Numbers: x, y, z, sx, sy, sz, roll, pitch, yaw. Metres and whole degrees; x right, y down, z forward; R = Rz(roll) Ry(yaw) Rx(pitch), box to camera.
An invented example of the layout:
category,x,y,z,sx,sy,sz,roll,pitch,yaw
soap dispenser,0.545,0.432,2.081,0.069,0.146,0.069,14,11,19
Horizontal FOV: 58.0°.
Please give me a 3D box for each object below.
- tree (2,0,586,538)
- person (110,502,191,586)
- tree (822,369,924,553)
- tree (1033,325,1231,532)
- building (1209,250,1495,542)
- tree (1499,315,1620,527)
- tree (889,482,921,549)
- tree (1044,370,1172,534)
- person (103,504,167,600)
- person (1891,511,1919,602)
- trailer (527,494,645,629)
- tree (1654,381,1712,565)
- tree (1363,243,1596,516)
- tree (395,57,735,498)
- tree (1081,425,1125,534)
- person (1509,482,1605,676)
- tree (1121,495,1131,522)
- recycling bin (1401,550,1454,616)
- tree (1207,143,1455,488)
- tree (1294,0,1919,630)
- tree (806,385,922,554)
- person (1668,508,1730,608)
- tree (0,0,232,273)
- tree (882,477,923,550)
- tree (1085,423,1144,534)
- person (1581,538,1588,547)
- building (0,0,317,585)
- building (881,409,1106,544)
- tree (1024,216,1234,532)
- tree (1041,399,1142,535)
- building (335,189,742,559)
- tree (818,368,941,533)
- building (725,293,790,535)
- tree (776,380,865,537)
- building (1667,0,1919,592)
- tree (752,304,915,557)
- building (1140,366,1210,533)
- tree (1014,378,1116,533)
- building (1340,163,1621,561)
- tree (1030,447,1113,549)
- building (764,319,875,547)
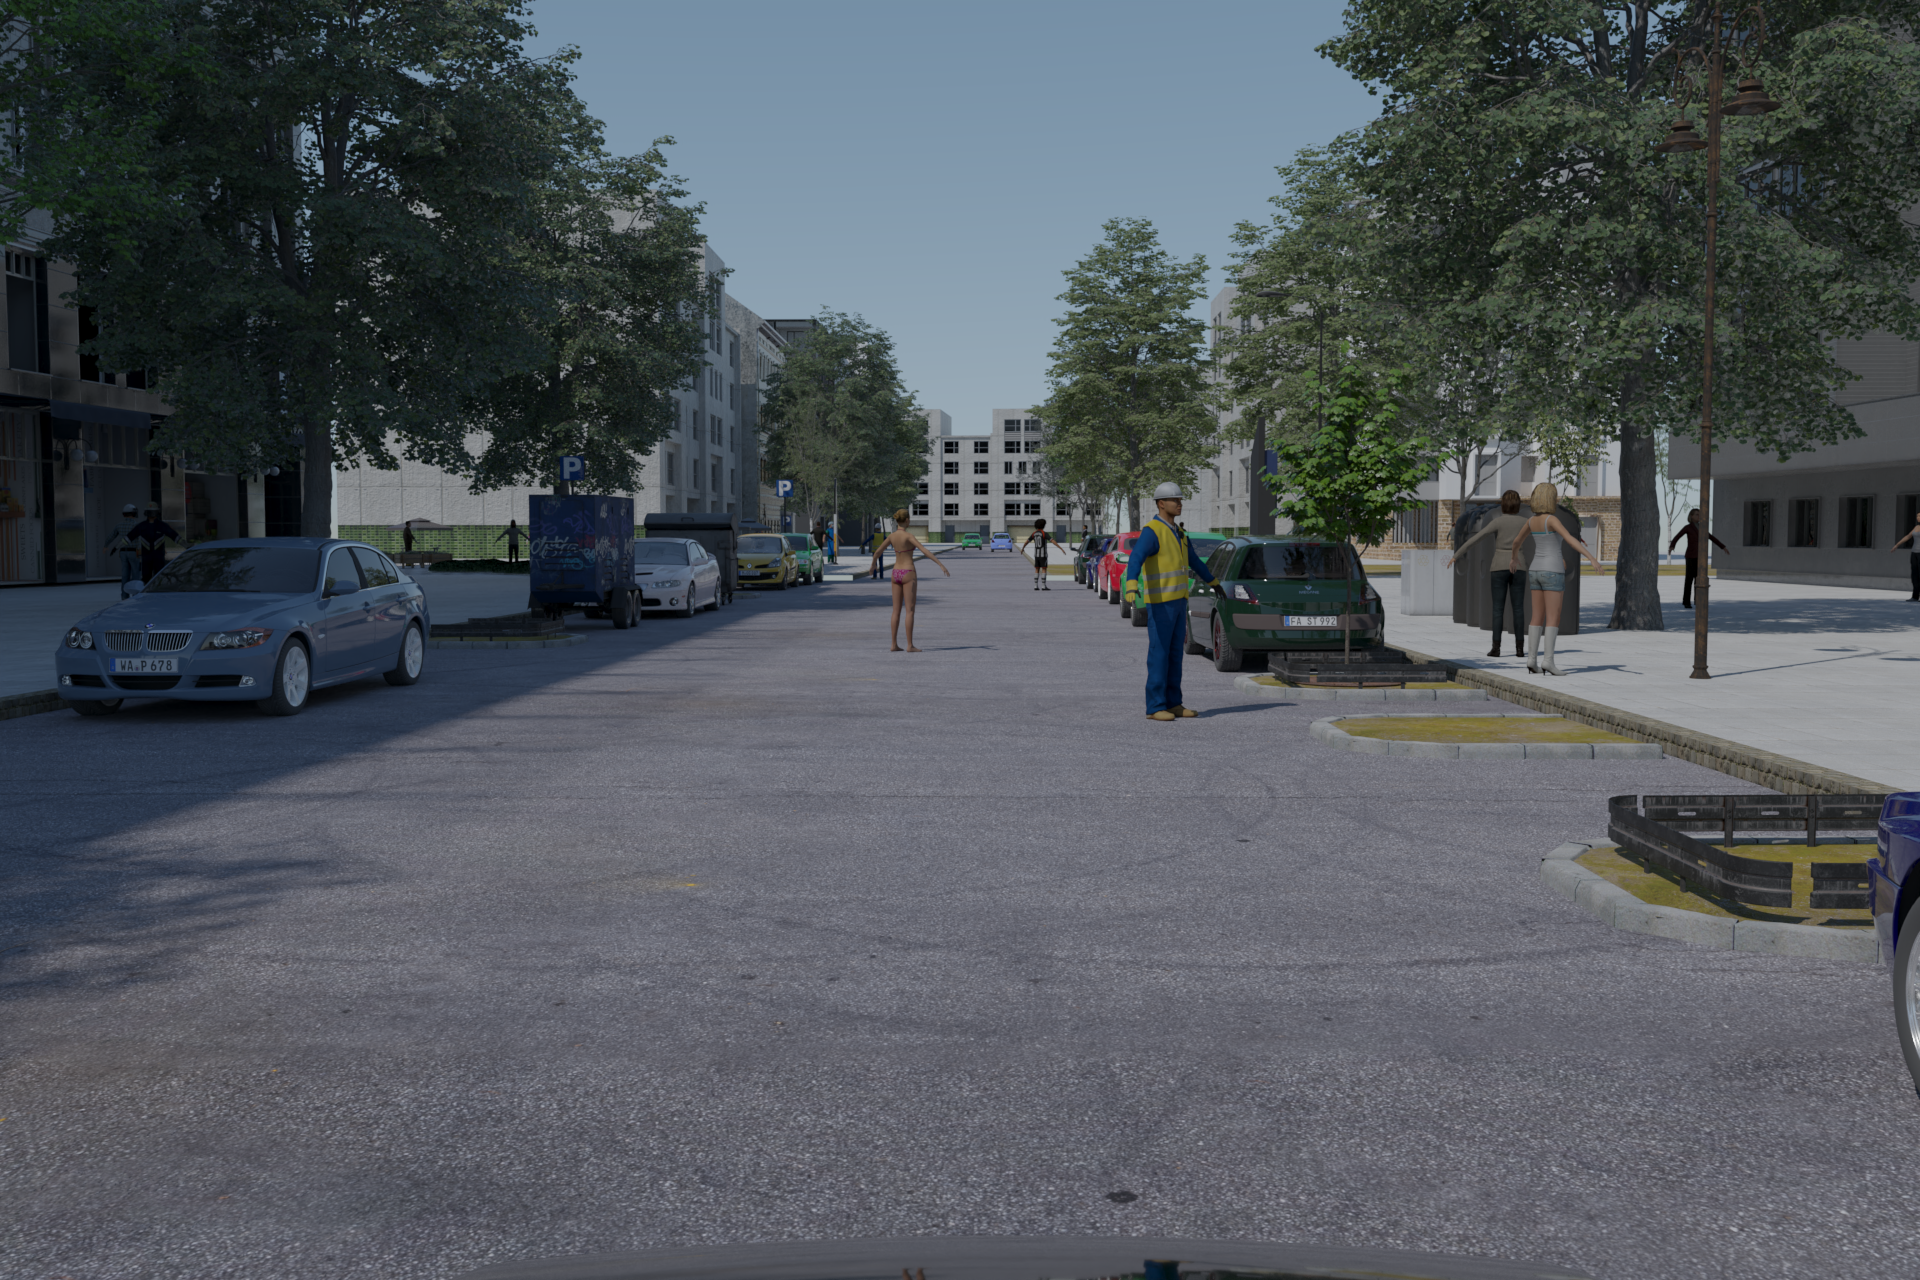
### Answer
category,x,y,z,sx,sy,sz,roll,pitch,yaw
tree,-11.157,-7.530,29.772,9.857,13.997,8.962,0,3,0
person,-14.185,-1.503,30.440,1.351,1.845,0.704,-1,4,-14
tree,-6.136,-12.254,118.482,7.486,12.596,7.792,0,3,0
tree,7.525,-8.619,75.337,8.767,10.594,7.601,0,4,-5
building,27.012,-15.299,116.601,16.747,18.905,31.486,0,4,2
tree,20.066,-6.573,57.830,4.737,8.622,4.395,0,3,0
tree,-6.115,-12.404,153.168,4.360,8.622,3.978,0,3,0
tree,8.185,-9.593,91.258,8.767,10.594,7.601,1,4,21
person,-15.771,-1.661,32.990,1.345,1.849,0.704,1,4,11
person,18.077,-1.584,32.702,0.721,1.737,1.217,-1,4,-14
trailer,-5.710,-1.140,25.695,1.471,1.999,3.904,0,4,1
tree,29.590,-7.450,72.163,4.360,8.622,3.978,0,3,0
tree,20.214,-9.698,68.937,12.009,13.543,11.850,0,3,0
tree,-10.839,-8.589,47.089,9.857,13.997,8.962,0,3,0
tree,8.701,-9.806,110.693,4.360,8.622,3.978,0,3,0
person,5.404,-0.561,15.786,0.721,1.753,1.214,-1,4,-21
tree,25.439,-18.197,247.880,4.360,8.622,3.978,0,3,0
recycling bin,7.431,-0.913,27.475,0.722,1.027,0.722,0,4,2
tree,10.995,-8.133,51.104,7.486,12.596,7.792,0,3,0
tree,9.071,-7.111,22.918,9.857,13.997,8.962,0,3,0
tree,-6.230,-10.678,108.995,8.767,10.594,7.601,1,4,12
person,12.709,-1.408,29.835,1.215,1.729,0.721,-1,4,-16
tree,-12.438,-5.730,19.439,9.928,11.665,9.643,0,3,0
tree,-6.473,-12.795,143.603,7.601,10.594,8.767,2,4,30
tree,8.605,-9.391,103.902,4.360,8.622,3.978,0,3,0
person,17.703,-2.715,50.500,1.345,1.816,0.704,-1,4,-22
building,-27.775,-16.205,44.545,16.754,29.471,25.880,0,4,2
building,5.286,-23.347,250.629,31.486,18.905,16.747,0,4,5
tree,6.120,-8.849,62.816,7.486,12.596,7.792,0,3,0
tree,9.326,-11.927,120.762,9.928,11.665,9.643,0,3,0
building,-23.749,-14.585,104.930,16.747,18.905,31.486,0,4,0
tree,-6.214,-13.763,131.681,9.857,13.997,8.962,0,3,0
building,-23.437,-18.405,131.849,19.493,23.208,18.063,0,4,1
tree,-7.239,-8.125,83.198,4.360,8.622,3.978,0,3,0
building,26.346,-13.110,33.415,14.314,24.678,30.058,0,4,2
tree,-7.089,-11.698,97.912,9.857,13.997,8.962,0,3,0
building,28.760,-19.833,190.722,16.747,18.905,31.486,0,4,1
tree,9.713,-13.796,135.926,12.009,13.543,11.850,0,3,0
building,26.181,-14.600,95.138,16.016,20.090,11.380,0,4,1
tree,9.969,-13.365,152.938,8.767,10.594,7.601,2,4,30
building,-23.768,-20.625,181.187,27.936,21.610,32.646,0,4,1
